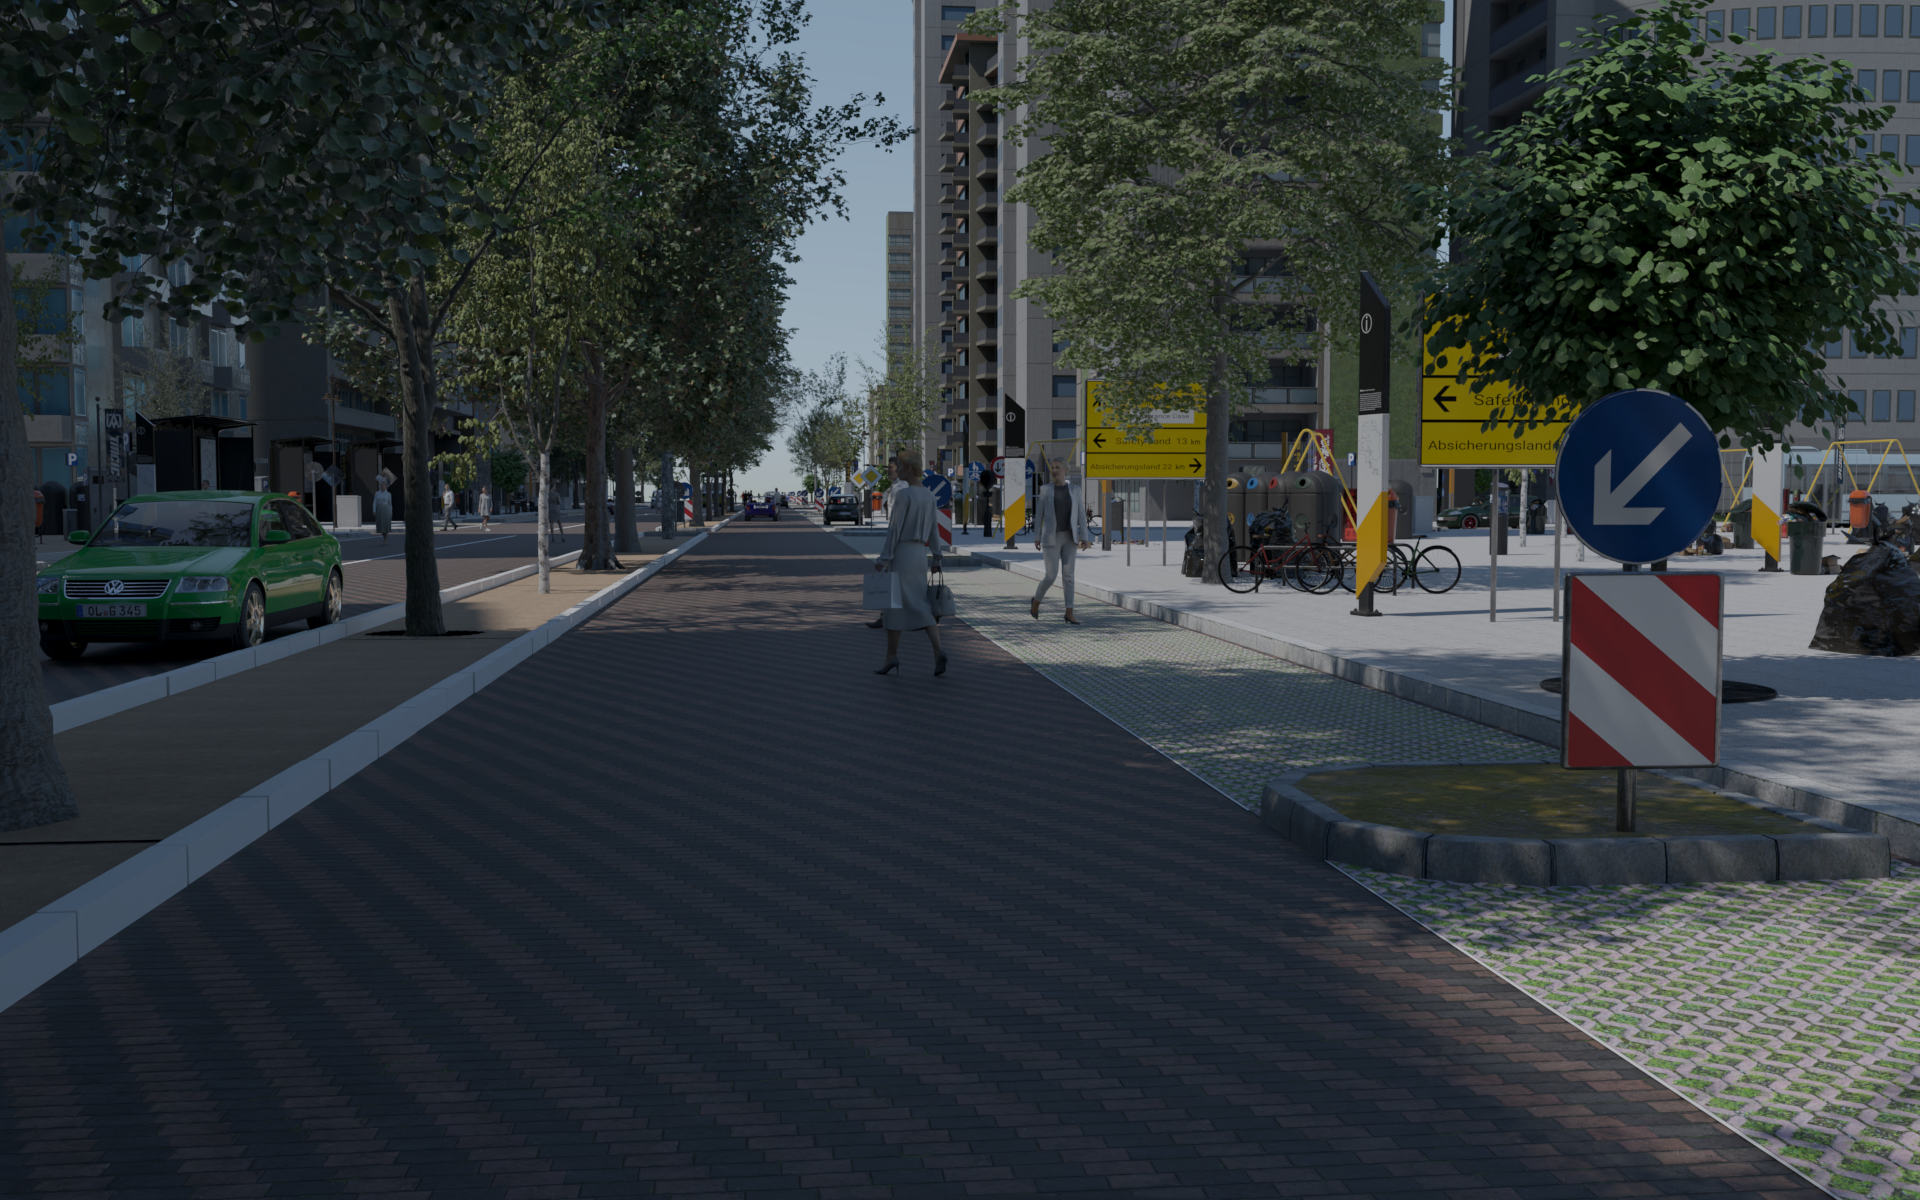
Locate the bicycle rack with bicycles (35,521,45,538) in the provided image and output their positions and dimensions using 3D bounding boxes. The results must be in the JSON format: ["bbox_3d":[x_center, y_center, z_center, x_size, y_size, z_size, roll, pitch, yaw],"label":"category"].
[{"bbox_3d":[-28.156,-2.216,49.617,2.925,0.926,2.852,-1,4,-10],"label":"bicycle rack with bicycles"}]

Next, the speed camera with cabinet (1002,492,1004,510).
[{"bbox_3d":[3.307,-7.163,111.447,2.038,3.252,0.660,-3,5,-44],"label":"speed camera with cabinet"}]

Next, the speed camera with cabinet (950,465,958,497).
[{"bbox_3d":[-0.450,-7.715,120.472,0.660,3.252,2.038,0,4,3],"label":"speed camera with cabinet"}]

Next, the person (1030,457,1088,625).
[{"bbox_3d":[1.073,-0.658,19.140,0.514,1.842,0.818,-2,4,-29],"label":"person"}]

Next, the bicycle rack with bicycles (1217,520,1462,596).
[{"bbox_3d":[5.094,-0.574,22.767,2.925,0.926,2.852,1,4,23],"label":"bicycle rack with bicycles"}]

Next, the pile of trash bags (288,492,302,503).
[{"bbox_3d":[-26.123,-3.464,66.389,1.912,1.369,3.447,0,4,2],"label":"pile of trash bags"}]

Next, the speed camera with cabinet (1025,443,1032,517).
[{"bbox_3d":[3.168,-4.477,67.528,2.038,3.252,0.660,-2,4,-27],"label":"speed camera with cabinet"}]

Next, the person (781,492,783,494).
[{"bbox_3d":[-22.835,-13.065,222.794,1.217,1.739,0.721,2,4,27],"label":"person"}]

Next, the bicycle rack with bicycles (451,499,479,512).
[{"bbox_3d":[-35.697,-6.734,123.478,2.925,0.926,2.852,-2,4,-25],"label":"bicycle rack with bicycles"}]

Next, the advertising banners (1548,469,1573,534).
[{"bbox_3d":[19.616,-3.618,55.341,0.090,3.025,2.074,-3,4,-36],"label":"advertising banners"}]

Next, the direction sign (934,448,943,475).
[{"bbox_3d":[-0.996,-5.773,86.384,0.379,3.537,0.876,1,4,17],"label":"direction sign"}]

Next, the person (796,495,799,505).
[{"bbox_3d":[-21.343,-13.453,229.012,0.434,1.755,0.990,-2,4,-34],"label":"person"}]

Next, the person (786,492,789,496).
[{"bbox_3d":[-29.510,-17.674,298.178,1.217,1.736,0.721,-3,4,-38],"label":"person"}]

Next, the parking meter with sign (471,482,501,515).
[{"bbox_3d":[-28.940,-6.689,105.632,1.738,3.016,0.543,0,3,0],"label":"parking meter with sign"}]

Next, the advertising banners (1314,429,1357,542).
[{"bbox_3d":[10.479,-3.058,46.194,2.074,3.025,0.090,1,4,17],"label":"advertising banners"}]

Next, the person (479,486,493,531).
[{"bbox_3d":[-18.357,-3.525,66.889,0.760,1.731,0.466,3,4,39],"label":"person"}]

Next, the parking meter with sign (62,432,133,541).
[{"bbox_3d":[-23.992,-3.176,48.184,0.543,3.016,1.738,3,5,44],"label":"parking meter with sign"}]

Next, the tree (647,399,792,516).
[{"bbox_3d":[-15.736,-10.841,114.126,8.767,10.594,7.601,0,4,-6],"label":"tree"}]

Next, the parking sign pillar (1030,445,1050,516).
[{"bbox_3d":[4.598,-6.533,95.284,1.447,3.967,1.447,0,4,-6],"label":"parking sign pillar"}]

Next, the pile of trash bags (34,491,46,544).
[{"bbox_3d":[-24.967,-2.128,44.550,3.447,1.369,1.912,1,4,17],"label":"pile of trash bags"}]

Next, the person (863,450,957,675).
[{"bbox_3d":[-0.386,-0.294,13.656,0.694,1.780,0.624,-3,4,-37],"label":"person"}]

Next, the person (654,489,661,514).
[{"bbox_3d":[-21.920,-7.157,125.865,0.624,1.780,0.694,-2,4,-34],"label":"person"}]

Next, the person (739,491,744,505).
[{"bbox_3d":[-29.552,-13.917,235.974,1.348,1.831,0.705,1,4,23],"label":"person"}]

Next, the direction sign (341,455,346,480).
[{"bbox_3d":[-35.100,-6.562,99.290,0.876,3.537,0.379,1,4,20],"label":"direction sign"}]

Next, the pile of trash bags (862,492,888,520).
[{"bbox_3d":[-3.071,-4.572,84.504,3.447,1.369,1.912,3,5,42],"label":"pile of trash bags"}]

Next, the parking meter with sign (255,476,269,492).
[{"bbox_3d":[-30.164,-4.789,74.561,1.738,3.016,0.543,1,4,22],"label":"parking meter with sign"}]

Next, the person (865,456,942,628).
[{"bbox_3d":[-0.590,-0.603,18.465,0.850,1.850,0.679,1,4,14],"label":"person"}]

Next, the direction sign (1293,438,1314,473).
[{"bbox_3d":[13.859,-4.766,69.925,0.876,3.537,0.379,2,4,32],"label":"direction sign"}]

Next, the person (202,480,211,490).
[{"bbox_3d":[-19.749,-2.256,45.478,0.635,1.810,0.391,3,5,43],"label":"person"}]

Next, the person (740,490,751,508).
[{"bbox_3d":[-20.193,-9.471,163.378,1.348,1.821,0.705,-2,4,-30],"label":"person"}]

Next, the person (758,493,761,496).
[{"bbox_3d":[-33.381,-17.018,288.205,0.593,1.643,0.415,-2,4,-33],"label":"person"}]

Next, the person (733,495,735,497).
[{"bbox_3d":[-37.776,-16.960,286.531,1.217,1.736,0.721,-2,4,-24],"label":"person"}]

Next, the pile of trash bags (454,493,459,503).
[{"bbox_3d":[-39.087,-7.842,137.971,3.447,1.369,1.912,2,4,31],"label":"pile of trash bags"}]

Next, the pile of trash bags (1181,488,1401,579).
[{"bbox_3d":[5.101,-1.055,27.007,3.447,1.369,1.912,1,4,16],"label":"pile of trash bags"}]

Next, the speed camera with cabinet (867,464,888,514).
[{"bbox_3d":[-5.363,-7.256,112.979,0.660,3.252,2.038,-2,4,-28],"label":"speed camera with cabinet"}]

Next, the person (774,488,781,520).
[{"bbox_3d":[-10.169,-5.368,96.491,0.478,1.798,0.641,-2,4,-29],"label":"person"}]

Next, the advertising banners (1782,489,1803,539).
[{"bbox_3d":[23.850,-3.291,49.991,0.090,3.025,2.074,0,4,3],"label":"advertising banners"}]

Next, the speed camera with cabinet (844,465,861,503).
[{"bbox_3d":[-7.459,-7.610,118.759,0.660,3.252,2.038,0,4,5],"label":"speed camera with cabinet"}]

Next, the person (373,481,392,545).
[{"bbox_3d":[-16.186,-2.441,48.638,0.478,1.798,0.641,0,4,0],"label":"person"}]

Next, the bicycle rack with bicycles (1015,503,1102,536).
[{"bbox_3d":[3.135,-2.503,54.310,2.925,0.926,2.852,0,4,7],"label":"bicycle rack with bicycles"}]

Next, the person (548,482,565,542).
[{"bbox_3d":[-12.202,-2.648,52.128,0.599,1.781,0.374,0,4,-8],"label":"person"}]

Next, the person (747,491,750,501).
[{"bbox_3d":[-23.553,-11.277,193.555,0.721,1.739,1.217,0,4,3],"label":"person"}]

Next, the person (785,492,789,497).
[{"bbox_3d":[-27.143,-15.869,268.675,1.217,1.735,0.721,0,4,-4],"label":"person"}]

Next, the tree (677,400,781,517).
[{"bbox_3d":[-14.846,-11.342,106.021,7.486,12.596,7.792,0,3,0],"label":"tree"}]

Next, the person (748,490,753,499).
[{"bbox_3d":[-22.479,-10.915,186.598,0.705,1.869,1.348,-3,4,-38],"label":"person"}]

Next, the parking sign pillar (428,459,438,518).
[{"bbox_3d":[-29.139,-6.465,94.181,1.447,3.967,1.447,1,4,15],"label":"parking sign pillar"}]

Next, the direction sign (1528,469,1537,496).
[{"bbox_3d":[24.068,-4.954,72.996,0.876,3.537,0.379,-3,5,-43],"label":"direction sign"}]

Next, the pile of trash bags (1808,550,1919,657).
[{"bbox_3d":[8.851,-0.268,14.134,3.447,1.369,1.912,-1,4,-21],"label":"pile of trash bags"}]

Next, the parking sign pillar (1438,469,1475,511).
[{"bbox_3d":[21.354,-5.242,74.173,1.447,3.967,1.447,0,4,4],"label":"parking sign pillar"}]

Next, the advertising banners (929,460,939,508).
[{"bbox_3d":[-1.064,-5.788,90.824,0.090,3.025,2.074,2,4,33],"label":"advertising banners"}]

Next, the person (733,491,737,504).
[{"bbox_3d":[-33.698,-15.376,259.881,0.705,1.826,1.348,1,4,20],"label":"person"}]

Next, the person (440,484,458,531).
[{"bbox_3d":[-19.900,-3.594,67.368,0.679,1.850,0.850,3,5,43],"label":"person"}]

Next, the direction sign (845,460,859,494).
[{"bbox_3d":[-7.150,-7.502,114.649,0.876,3.537,0.379,0,4,0],"label":"direction sign"}]
